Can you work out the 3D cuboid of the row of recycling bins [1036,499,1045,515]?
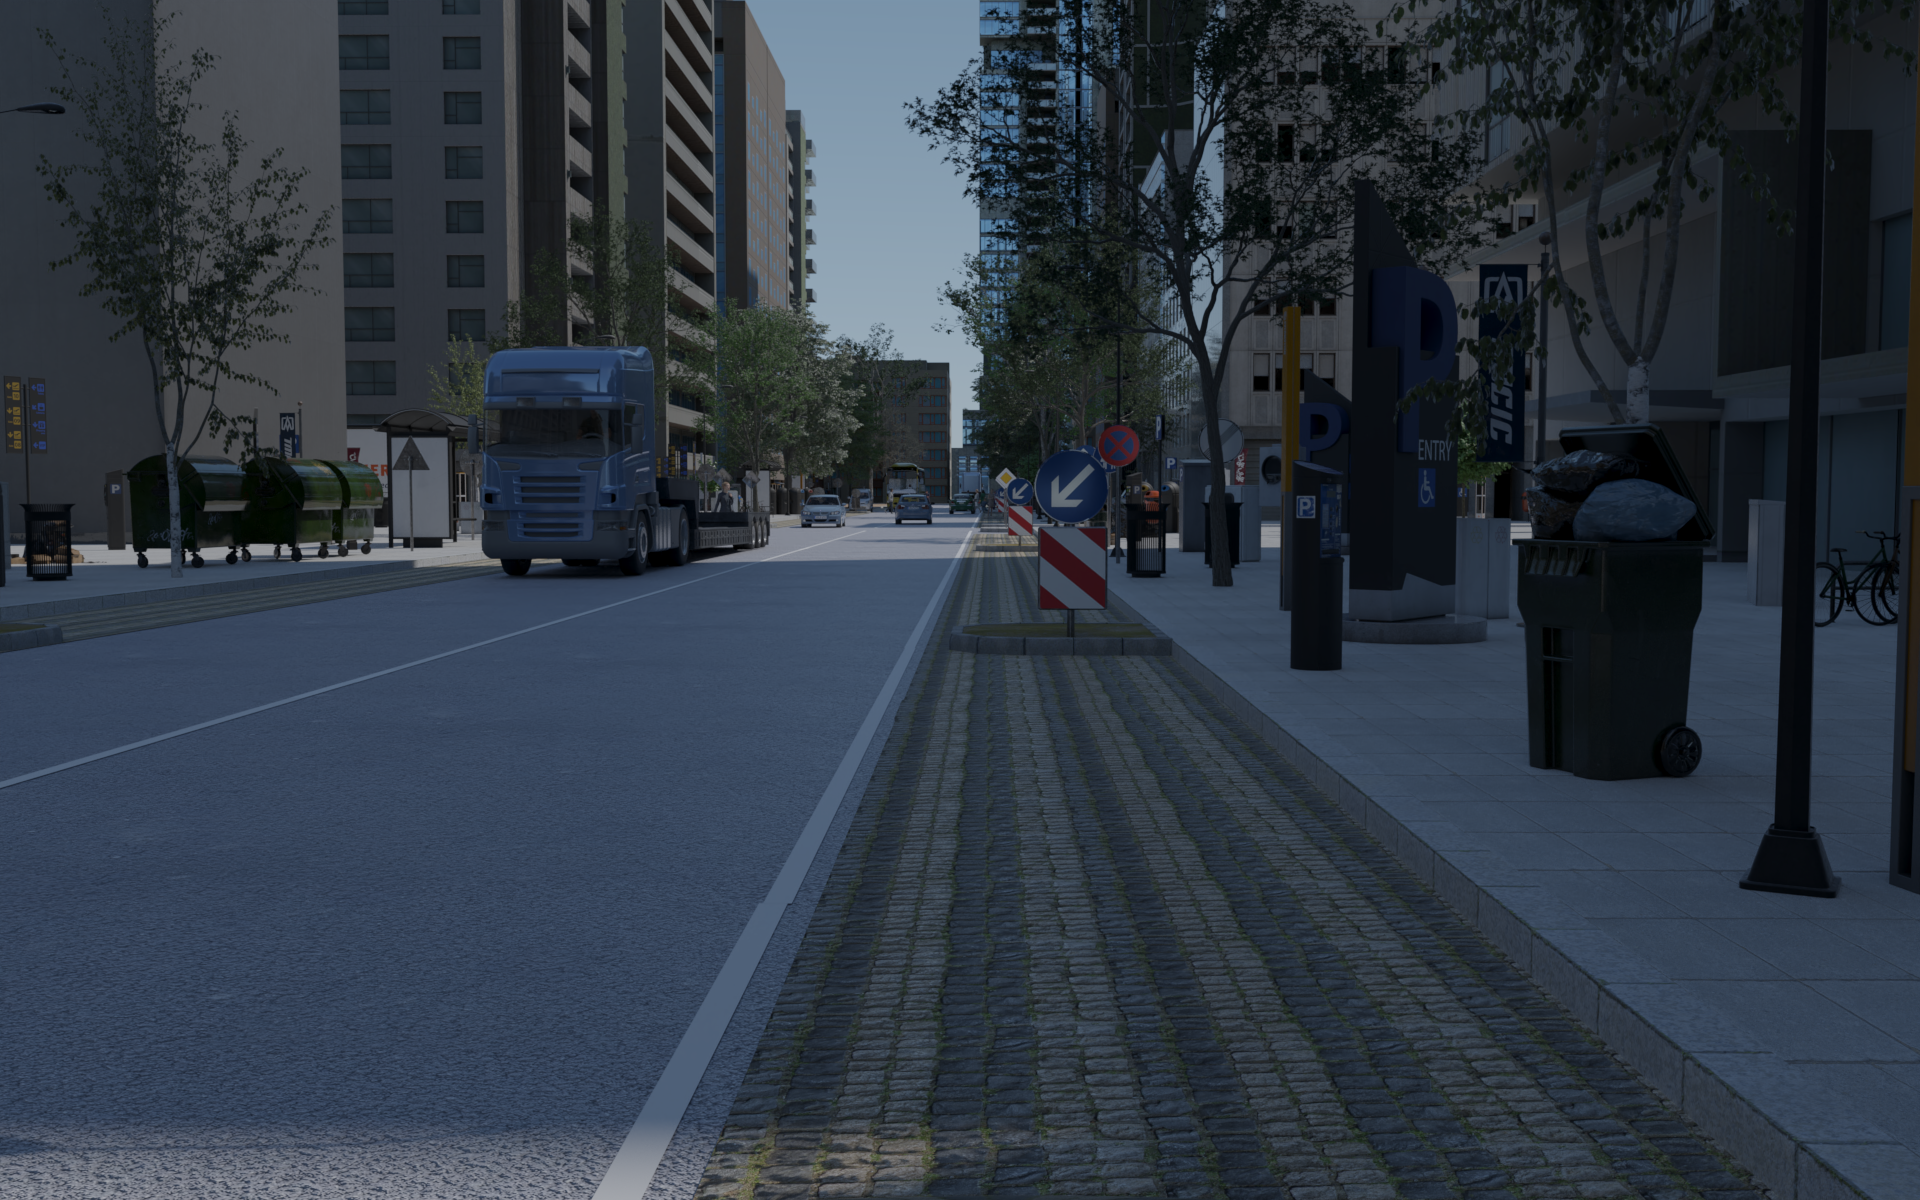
[{"bbox_3d":[5.845,-6.360,111.101,1.069,1.692,3.534,-1,4,-20],"label":"row of recycling bins"}]

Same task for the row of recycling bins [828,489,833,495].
[{"bbox_3d":[-11.432,-8.463,145.486,1.069,1.692,3.534,1,4,10],"label":"row of recycling bins"}]

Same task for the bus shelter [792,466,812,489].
[{"bbox_3d":[-11.839,-8.149,127.157,2.014,3.302,5.546,0,4,1],"label":"bus shelter"}]

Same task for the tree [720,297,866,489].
[{"bbox_3d":[-10.994,-12.560,112.007,9.857,13.997,8.962,0,3,0],"label":"tree"}]

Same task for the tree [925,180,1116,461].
[{"bbox_3d":[4.515,-15.347,106.813,12.611,20.169,13.585,0,3,0],"label":"tree"}]

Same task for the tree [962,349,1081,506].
[{"bbox_3d":[5.034,-14.122,137.556,9.857,13.997,8.962,0,3,0],"label":"tree"}]

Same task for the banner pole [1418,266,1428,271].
[{"bbox_3d":[4.941,-1.790,19.289,0.401,3.779,0.863,-2,4,-33],"label":"banner pole"}]

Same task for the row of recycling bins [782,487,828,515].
[{"bbox_3d":[-10.765,-6.822,118.645,1.069,1.692,3.534,2,4,34],"label":"row of recycling bins"}]

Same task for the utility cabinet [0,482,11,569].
[{"bbox_3d":[-16.632,-1.258,29.249,1.173,1.500,0.318,1,4,15],"label":"utility cabinet"}]

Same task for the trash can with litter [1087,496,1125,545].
[{"bbox_3d":[3.531,-1.954,43.337,0.624,1.170,1.055,2,4,34],"label":"trash can with litter"}]

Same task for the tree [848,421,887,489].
[{"bbox_3d":[-9.220,-13.280,167.486,4.360,8.622,3.978,0,3,0],"label":"tree"}]

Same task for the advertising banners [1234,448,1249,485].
[{"bbox_3d":[9.927,-4.266,65.944,2.074,3.025,0.090,0,4,4],"label":"advertising banners"}]

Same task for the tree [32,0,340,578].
[{"bbox_3d":[-11.861,-4.637,26.183,4.360,8.622,3.978,0,3,0],"label":"tree"}]

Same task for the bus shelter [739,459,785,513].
[{"bbox_3d":[-11.670,-6.631,102.334,2.014,3.302,5.546,0,4,1],"label":"bus shelter"}]

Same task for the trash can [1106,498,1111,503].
[{"bbox_3d":[4.808,-2.930,59.567,0.748,1.137,0.748,0,3,0],"label":"trash can"}]

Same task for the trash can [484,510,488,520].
[{"bbox_3d":[-13.105,-2.271,48.784,0.748,1.137,0.748,0,3,0],"label":"trash can"}]

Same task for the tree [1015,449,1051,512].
[{"bbox_3d":[5.623,-8.662,125.342,4.285,4.588,4.351,0,3,0],"label":"tree"}]

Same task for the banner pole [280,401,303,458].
[{"bbox_3d":[-18.014,-3.476,46.847,0.863,3.779,0.401,1,4,13],"label":"banner pole"}]

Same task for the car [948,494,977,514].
[{"bbox_3d":[0.169,-6.947,125.380,2.131,1.459,4.920,0,4,2],"label":"car"}]

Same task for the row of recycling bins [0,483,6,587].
[{"bbox_3d":[-14.931,-1.006,23.566,3.534,1.692,1.069,-1,4,-11],"label":"row of recycling bins"}]

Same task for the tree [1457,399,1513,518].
[{"bbox_3d":[17.267,-4.630,59.421,4.285,4.588,4.351,0,3,0],"label":"tree"}]

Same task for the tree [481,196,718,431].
[{"bbox_3d":[-11.560,-7.395,55.315,8.767,10.594,7.601,1,4,14],"label":"tree"}]

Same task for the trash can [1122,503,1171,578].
[{"bbox_3d":[2.873,-0.920,26.688,0.748,1.137,0.748,0,3,0],"label":"trash can"}]

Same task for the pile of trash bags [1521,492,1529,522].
[{"bbox_3d":[27.566,-4.273,79.614,3.447,1.369,1.912,1,4,10],"label":"pile of trash bags"}]

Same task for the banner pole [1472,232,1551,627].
[{"bbox_3d":[5.354,-1.628,16.629,0.863,3.779,0.401,0,4,0],"label":"banner pole"}]

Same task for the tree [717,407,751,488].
[{"bbox_3d":[-18.660,-11.670,141.173,4.737,8.622,4.395,0,3,0],"label":"tree"}]

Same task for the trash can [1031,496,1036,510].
[{"bbox_3d":[6.127,-7.952,141.669,0.748,1.137,0.748,0,3,0],"label":"trash can"}]

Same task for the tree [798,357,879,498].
[{"bbox_3d":[-10.575,-13.816,144.016,7.486,12.596,7.792,0,3,0],"label":"tree"}]

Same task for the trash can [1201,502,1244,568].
[{"bbox_3d":[4.558,-1.128,30.096,0.748,1.137,0.748,0,3,0],"label":"trash can"}]

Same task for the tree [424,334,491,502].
[{"bbox_3d":[-22.115,-7.848,78.684,4.737,8.622,4.395,0,3,0],"label":"tree"}]

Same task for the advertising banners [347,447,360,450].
[{"bbox_3d":[-23.516,-4.204,64.919,2.074,3.025,0.090,0,4,-7],"label":"advertising banners"}]

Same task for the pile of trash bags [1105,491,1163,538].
[{"bbox_3d":[5.127,-2.505,50.702,1.912,1.369,3.447,-1,4,-16],"label":"pile of trash bags"}]

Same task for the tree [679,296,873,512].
[{"bbox_3d":[-10.813,-10.107,91.005,9.928,11.665,9.643,0,3,0],"label":"tree"}]

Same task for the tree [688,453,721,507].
[{"bbox_3d":[-11.776,-5.320,81.578,1.663,3.219,1.824,0,3,0],"label":"tree"}]

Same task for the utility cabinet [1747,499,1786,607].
[{"bbox_3d":[9.419,-0.555,20.231,0.306,1.237,1.020,1,4,19],"label":"utility cabinet"}]

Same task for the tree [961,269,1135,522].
[{"bbox_3d":[4.214,-9.440,80.104,9.928,11.665,9.643,0,3,0],"label":"tree"}]

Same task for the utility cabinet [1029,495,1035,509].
[{"bbox_3d":[5.851,-8.142,144.287,1.020,1.237,0.306,1,4,9],"label":"utility cabinet"}]

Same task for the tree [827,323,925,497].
[{"bbox_3d":[-8.552,-20.374,188.997,12.611,20.169,13.585,0,3,0],"label":"tree"}]

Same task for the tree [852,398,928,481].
[{"bbox_3d":[-9.130,-18.896,219.319,12.009,13.543,11.850,0,3,0],"label":"tree"}]

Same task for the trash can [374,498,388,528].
[{"bbox_3d":[-22.115,-3.333,66.152,0.748,1.137,0.748,0,3,0],"label":"trash can"}]

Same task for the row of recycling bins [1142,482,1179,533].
[{"bbox_3d":[7.225,-3.053,57.029,3.534,1.692,1.069,2,4,33],"label":"row of recycling bins"}]

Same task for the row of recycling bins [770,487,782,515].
[{"bbox_3d":[-12.867,-6.409,111.906,1.069,1.692,3.534,1,4,17],"label":"row of recycling bins"}]

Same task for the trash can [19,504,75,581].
[{"bbox_3d":[-13.517,-0.858,25.686,0.748,1.137,0.748,0,3,0],"label":"trash can"}]

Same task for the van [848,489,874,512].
[{"bbox_3d":[-7.708,-7.833,135.080,2.013,2.044,4.112,0,4,1],"label":"van"}]

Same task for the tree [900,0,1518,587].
[{"bbox_3d":[3.610,-5.488,24.135,8.767,10.594,7.601,-1,4,-11],"label":"tree"}]

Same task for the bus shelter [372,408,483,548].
[{"bbox_3d":[-12.834,-3.046,43.732,2.014,3.302,5.546,0,4,1],"label":"bus shelter"}]

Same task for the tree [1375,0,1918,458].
[{"bbox_3d":[3.990,-3.647,9.986,4.360,8.622,3.978,0,3,0],"label":"tree"}]

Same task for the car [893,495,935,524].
[{"bbox_3d":[-2.207,-4.348,83.085,2.014,1.417,4.499,0,4,0],"label":"car"}]

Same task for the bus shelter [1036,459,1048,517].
[{"bbox_3d":[5.190,-6.079,93.310,2.014,3.302,5.546,0,4,1],"label":"bus shelter"}]

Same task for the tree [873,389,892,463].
[{"bbox_3d":[-10.060,-14.151,157.128,9.928,11.665,9.643,0,3,0],"label":"tree"}]

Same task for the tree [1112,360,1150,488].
[{"bbox_3d":[9.542,-8.437,88.308,4.360,8.622,3.978,0,3,0],"label":"tree"}]

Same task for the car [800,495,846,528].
[{"bbox_3d":[-5.909,-3.864,75.186,2.014,1.417,4.499,0,4,-1],"label":"car"}]
